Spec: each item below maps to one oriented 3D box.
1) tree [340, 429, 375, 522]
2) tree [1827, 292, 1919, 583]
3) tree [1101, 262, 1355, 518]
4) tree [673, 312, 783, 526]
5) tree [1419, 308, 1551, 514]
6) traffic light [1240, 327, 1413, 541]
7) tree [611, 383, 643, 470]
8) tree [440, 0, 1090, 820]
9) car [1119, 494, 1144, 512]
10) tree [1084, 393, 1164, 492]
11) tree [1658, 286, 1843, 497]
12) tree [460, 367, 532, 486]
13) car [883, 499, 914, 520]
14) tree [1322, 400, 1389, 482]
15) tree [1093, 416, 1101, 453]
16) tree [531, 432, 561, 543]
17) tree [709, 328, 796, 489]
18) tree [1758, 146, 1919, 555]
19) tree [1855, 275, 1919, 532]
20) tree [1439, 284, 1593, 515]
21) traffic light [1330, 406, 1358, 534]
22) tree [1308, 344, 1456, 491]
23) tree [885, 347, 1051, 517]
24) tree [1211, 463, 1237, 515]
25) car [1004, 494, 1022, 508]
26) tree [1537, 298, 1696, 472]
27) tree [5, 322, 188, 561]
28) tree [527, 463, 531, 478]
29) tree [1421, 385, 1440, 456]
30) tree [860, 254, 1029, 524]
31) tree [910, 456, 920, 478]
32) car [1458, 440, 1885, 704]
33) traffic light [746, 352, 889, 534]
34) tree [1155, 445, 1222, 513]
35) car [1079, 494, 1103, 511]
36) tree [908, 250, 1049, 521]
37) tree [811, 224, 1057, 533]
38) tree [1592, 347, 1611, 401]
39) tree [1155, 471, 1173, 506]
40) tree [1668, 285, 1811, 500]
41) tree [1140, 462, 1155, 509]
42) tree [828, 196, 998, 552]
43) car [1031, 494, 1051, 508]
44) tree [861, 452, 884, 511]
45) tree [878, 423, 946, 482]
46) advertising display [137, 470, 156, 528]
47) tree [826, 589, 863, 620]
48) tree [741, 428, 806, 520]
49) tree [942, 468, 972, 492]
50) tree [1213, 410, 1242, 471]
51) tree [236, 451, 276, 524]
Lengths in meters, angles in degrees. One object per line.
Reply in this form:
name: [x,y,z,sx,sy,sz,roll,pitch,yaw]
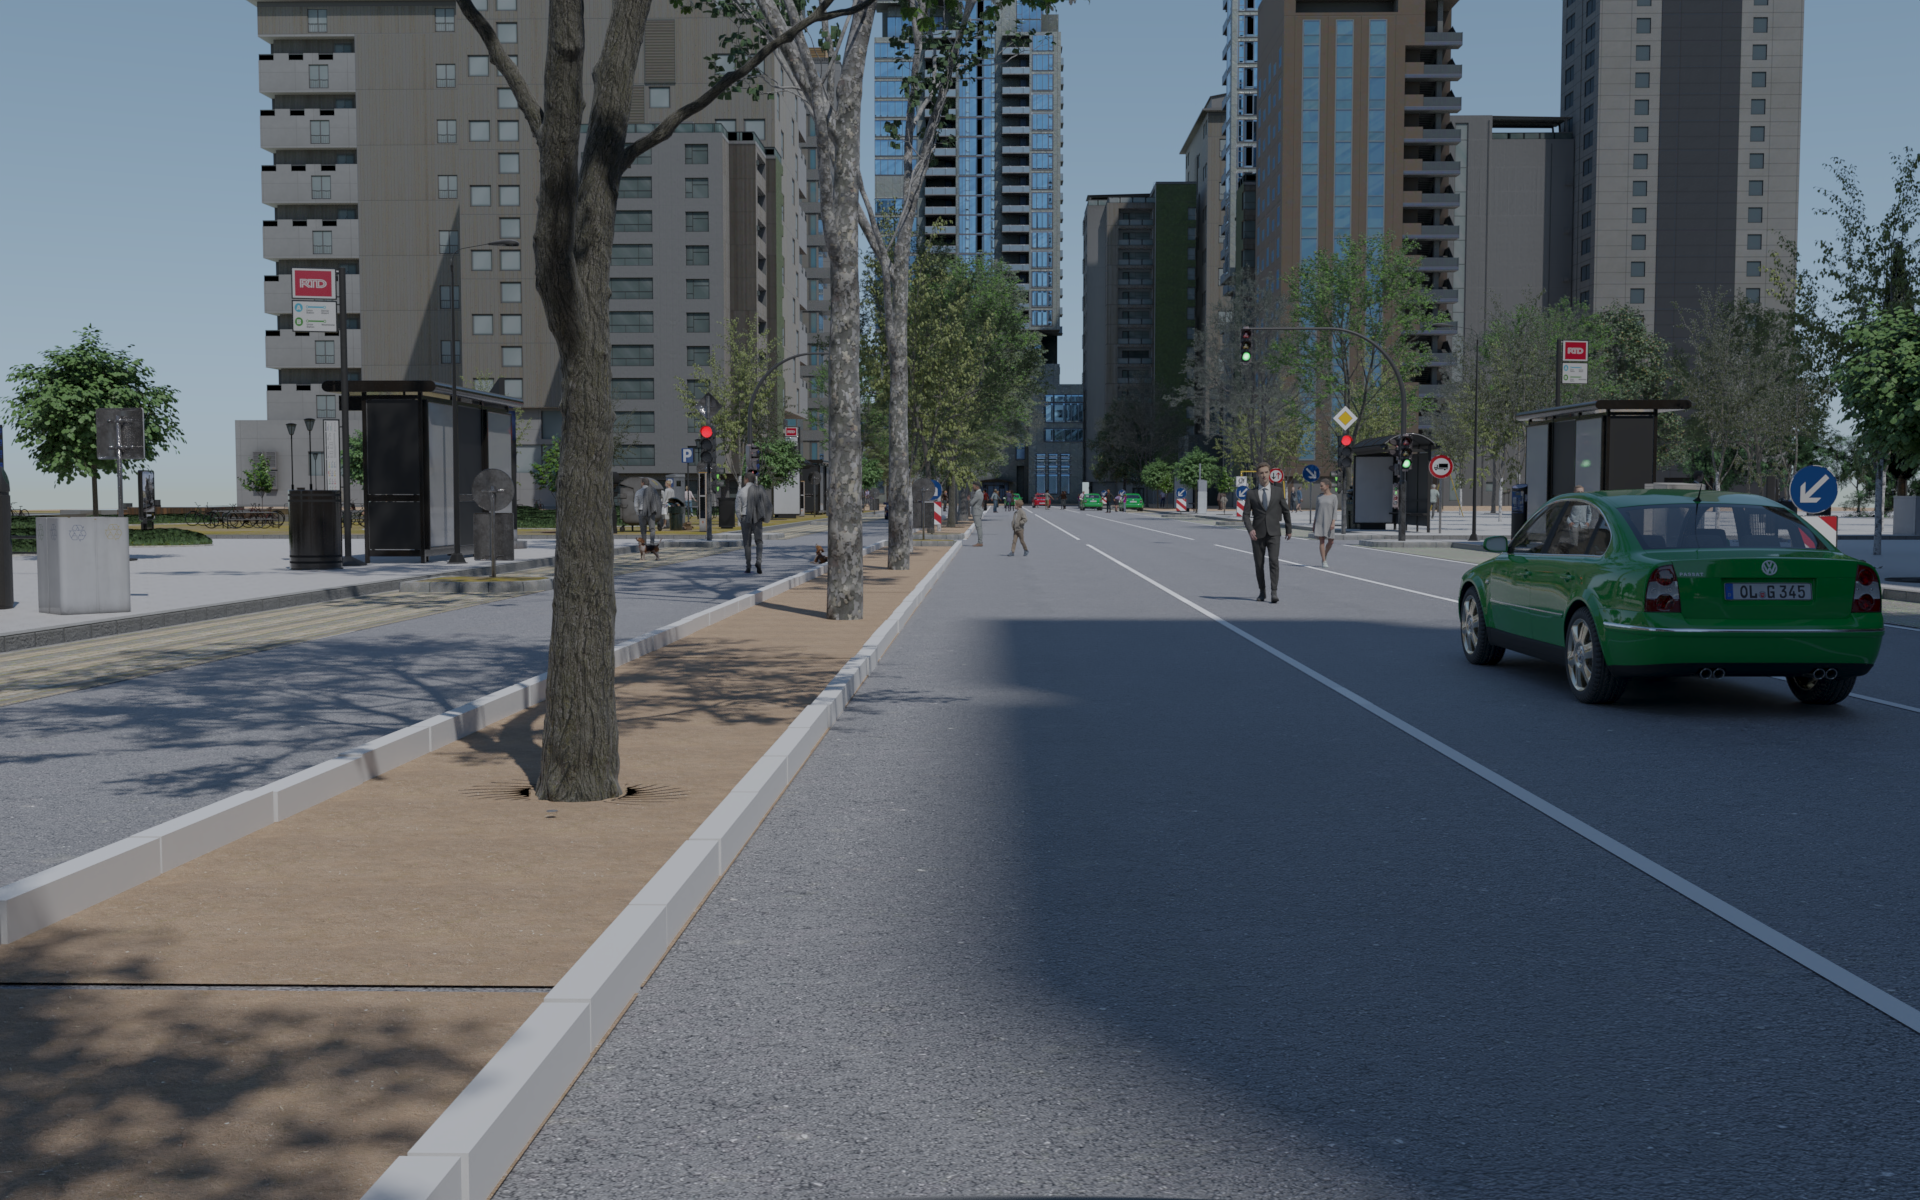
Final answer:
tree: [-26.766,-5.826,78.964,4.285,4.588,4.351,0,3,0]
tree: [14.449,-2.544,25.304,4.285,4.588,4.351,0,3,0]
tree: [15.979,-11.139,92.491,12.009,13.543,11.850,0,3,0]
tree: [-9.117,-7.310,69.882,4.737,8.622,4.395,0,3,0]
tree: [35.234,-12.431,113.617,12.009,13.543,11.850,0,3,0]
traffic light: [9.962,-4.434,47.169,4.771,5.953,1.251,0,4,1]
tree: [-22.911,-9.890,112.067,4.360,8.622,3.978,0,3,0]
tree: [-1.688,-4.862,7.704,9.928,11.665,9.643,0,3,0]
car: [14.025,-8.150,142.052,1.959,1.807,4.718,0,4,1]
tree: [18.692,-17.065,196.023,9.611,12.733,9.660,0,3,0]
tree: [35.829,-8.767,77.745,8.767,10.594,7.601,-3,4,-38]
tree: [-27.025,-9.160,100.135,4.737,8.622,4.395,0,3,0]
car: [-3.380,-5.258,98.547,1.945,1.354,3.894,0,4,0]
tree: [28.261,-10.544,122.757,4.360,8.622,3.978,0,3,0]
tree: [17.901,-15.679,166.726,12.009,13.543,11.850,0,3,0]
tree: [-10.140,-3.142,45.974,1.663,3.219,1.824,0,3,0]
tree: [-9.083,-7.704,76.331,4.360,8.622,3.978,0,3,0]
tree: [19.139,-5.262,36.394,4.737,8.622,4.395,0,3,0]
tree: [31.777,-6.657,59.198,4.360,8.622,3.978,0,3,0]
tree: [19.162,-6.708,60.037,4.360,8.622,3.978,0,3,0]
traffic light: [12.238,-4.057,55.246,0.839,4.253,0.868,0,4,1]
tree: [19.594,-7.971,80.684,4.737,8.622,4.395,0,3,0]
tree: [0.528,-11.884,107.129,12.009,13.543,11.850,0,3,0]
tree: [16.184,-6.799,105.764,1.663,3.219,1.824,0,3,0]
car: [5.354,-10.174,175.148,1.959,1.807,4.718,0,4,1]
tree: [38.504,-11.295,101.680,9.611,12.733,9.660,0,3,0]
tree: [-16.656,-3.019,33.082,4.285,4.588,4.351,0,3,0]
tree: [-13.402,-3.808,56.869,1.663,3.219,1.824,0,3,0]
tree: [30.100,-9.441,104.730,4.360,8.622,3.978,0,3,0]
tree: [-0.404,-9.860,81.790,7.486,12.596,7.792,0,3,0]
tree: [-5.995,-14.719,191.018,4.360,8.622,3.978,0,3,0]
car: [5.144,-0.268,13.174,1.959,1.807,4.718,0,4,1]
traffic light: [-4.625,-4.953,55.650,4.771,5.953,1.251,0,4,1]
tree: [15.832,-8.052,115.367,4.285,4.588,4.351,0,3,0]
car: [11.402,-8.674,150.612,1.959,1.807,4.718,0,4,0]
tree: [0.118,-11.128,91.057,9.857,13.997,8.962,0,3,0]
tree: [-0.941,-7.422,58.214,8.767,10.594,7.601,0,4,1]
tree: [23.380,-7.231,68.596,4.360,8.622,3.978,0,3,0]
tree: [17.730,-9.343,147.353,1.663,3.219,1.824,0,3,0]
tree: [26.655,-6.737,60.504,4.360,8.622,3.978,0,3,0]
tree: [17.385,-10.250,151.299,4.285,4.588,4.351,0,3,0]
tree: [-1.193,-5.454,41.995,4.737,8.622,4.395,0,3,0]
car: [8.397,-10.391,178.934,2.155,1.783,4.494,0,4,0]
tree: [-7.426,-9.175,133.730,4.285,4.588,4.351,0,3,0]
tree: [-6.208,-17.559,204.102,9.611,12.733,9.660,0,3,0]
advertising display: [-21.853,-2.528,46.545,0.123,1.923,0.974,0,4,-7]
tree: [-2.506,-9.888,20.016,12.611,20.169,13.585,0,3,0]
tree: [-9.276,-6.234,85.632,4.285,4.588,4.351,0,3,0]
tree: [0.106,-8.929,98.811,4.360,8.622,3.978,0,3,0]
tree: [20.422,-10.622,124.037,4.737,8.622,4.395,0,3,0]
tree: [-30.275,-4.935,75.293,1.663,3.219,1.824,0,3,0]
